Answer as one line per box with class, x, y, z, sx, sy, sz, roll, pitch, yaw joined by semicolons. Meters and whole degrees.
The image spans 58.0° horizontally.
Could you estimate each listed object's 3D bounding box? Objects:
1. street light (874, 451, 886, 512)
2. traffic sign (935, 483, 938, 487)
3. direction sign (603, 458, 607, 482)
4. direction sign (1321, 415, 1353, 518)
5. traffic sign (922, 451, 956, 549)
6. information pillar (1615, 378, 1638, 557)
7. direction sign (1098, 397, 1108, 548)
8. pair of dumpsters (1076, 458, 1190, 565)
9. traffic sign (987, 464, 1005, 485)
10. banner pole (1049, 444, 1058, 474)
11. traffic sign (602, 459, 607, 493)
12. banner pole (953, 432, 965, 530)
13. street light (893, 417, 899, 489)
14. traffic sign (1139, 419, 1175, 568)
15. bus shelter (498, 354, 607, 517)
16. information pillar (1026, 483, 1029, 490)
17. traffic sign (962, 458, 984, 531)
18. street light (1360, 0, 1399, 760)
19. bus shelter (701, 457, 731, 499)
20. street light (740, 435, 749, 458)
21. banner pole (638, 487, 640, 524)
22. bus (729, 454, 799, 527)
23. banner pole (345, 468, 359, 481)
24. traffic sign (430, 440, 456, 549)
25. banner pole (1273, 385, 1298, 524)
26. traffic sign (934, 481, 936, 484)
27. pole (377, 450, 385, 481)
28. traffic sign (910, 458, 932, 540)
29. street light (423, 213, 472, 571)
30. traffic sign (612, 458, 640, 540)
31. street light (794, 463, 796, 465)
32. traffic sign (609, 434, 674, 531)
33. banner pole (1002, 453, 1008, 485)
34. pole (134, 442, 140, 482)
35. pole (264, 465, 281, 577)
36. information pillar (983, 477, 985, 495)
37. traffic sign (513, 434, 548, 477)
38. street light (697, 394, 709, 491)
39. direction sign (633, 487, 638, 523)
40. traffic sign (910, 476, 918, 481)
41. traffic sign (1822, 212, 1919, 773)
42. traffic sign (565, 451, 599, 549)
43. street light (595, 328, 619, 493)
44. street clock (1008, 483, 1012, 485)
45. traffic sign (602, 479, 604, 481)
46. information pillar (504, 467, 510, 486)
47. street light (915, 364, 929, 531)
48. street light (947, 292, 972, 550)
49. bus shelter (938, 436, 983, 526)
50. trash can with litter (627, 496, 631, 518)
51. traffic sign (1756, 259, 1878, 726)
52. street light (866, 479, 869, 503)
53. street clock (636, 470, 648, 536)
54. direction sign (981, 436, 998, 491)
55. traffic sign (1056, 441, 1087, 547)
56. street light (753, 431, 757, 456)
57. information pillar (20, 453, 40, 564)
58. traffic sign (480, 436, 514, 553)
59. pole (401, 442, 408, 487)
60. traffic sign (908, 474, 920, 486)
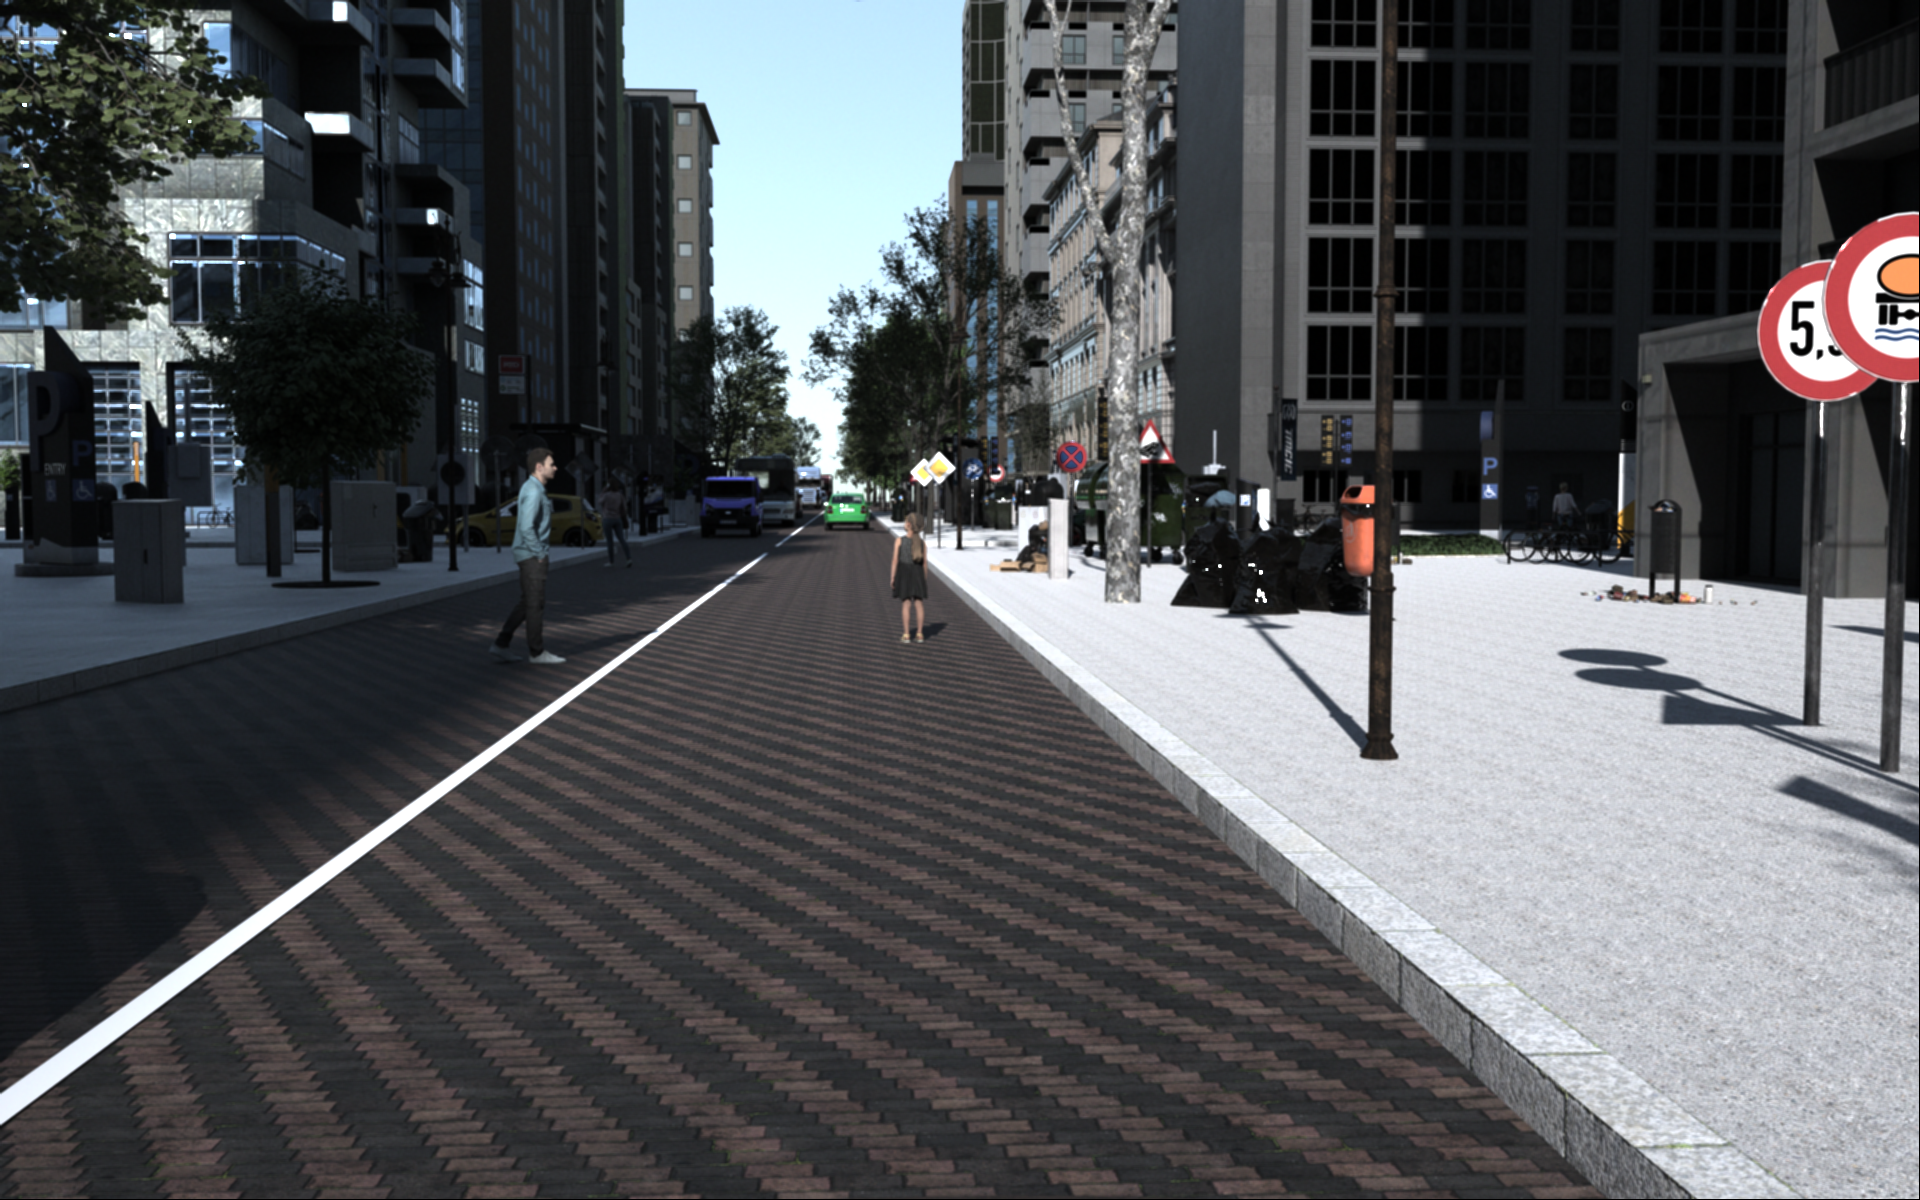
street light;-6.253;-9.969;135.780;0.468;5.910;1.993;0;4;-4
traffic sign;-1.659;-6.529;108.878;0.606;2.300;0.079;0;4;0
direction sign;-22.239;-7.194;109.626;0.379;3.537;0.876;3;5;41
direction sign;10.760;-3.519;49.539;0.876;3.537;0.379;0;4;4
traffic sign;-0.492;-2.268;40.724;0.795;2.450;0.064;0;4;-4
information pillar;13.571;-2.671;35.022;0.504;3.616;0.183;2;4;26
direction sign;3.544;-2.979;40.705;0.876;3.537;0.379;-3;5;-42
pair of dumpsters;3.281;-1.878;33.204;1.574;2.255;4.437;0;4;-4
traffic sign;1.493;-4.434;72.599;0.768;2.556;0.104;0;4;4
banner pole;4.701;-5.942;87.167;0.401;3.779;0.863;3;5;43
traffic sign;-12.808;-3.844;62.947;0.768;2.556;0.104;0;4;6
banner pole;-0.098;-4.389;61.778;0.401;3.779;0.863;-1;4;-22
street light;-3.400;-7.277;91.766;0.468;5.910;1.993;0;4;-4
traffic sign;3.293;-1.841;30.104;0.884;2.594;0.081;0;4;-3
bus shelter;-12.362;-4.589;52.658;2.179;5.291;8.768;0;4;-4
information pillar;4.501;-6.954;118.195;0.304;2.012;0.304;2;4;25
traffic sign;0.441;-3.702;60.635;0.768;2.556;0.104;0;4;-3
street light;2.042;-2.169;8.256;0.468;5.910;1.993;0;4;-4
bus shelter;-15.966;-7.446;113.031;1.731;3.624;6.357;0;4;-4
street light;-13.875;-8.483;111.477;0.468;5.910;1.993;0;4;-4
banner pole;-13.452;-5.115;73.646;0.863;3.779;0.401;-3;4;-38
bus;-8.784;-5.146;78.996;2.948;3.499;13.247;0;4;-5
banner pole;-23.238;-4.654;66.114;0.401;3.779;0.863;2;4;28
traffic sign;-11.964;-2.483;40.595;0.884;2.594;0.081;0;4;-3
banner pole;7.445;-3.051;39.896;0.863;3.779;0.401;-2;4;-29
traffic sign;-1.484;-5.633;92.198;0.768;2.556;0.104;0;4;-2
pole;-16.556;-3.406;49.532;0.158;3.312;0.155;0;3;0
traffic sign;-1.007;-2.755;48.693;0.795;2.450;0.064;0;4;-4
street light;-8.479;-3.426;28.802;0.468;5.910;1.993;0;4;-4
traffic sign;-9.285;-2.724;48.181;0.795;2.450;0.064;0;4;-4
street light;-19.959;-14.404;208.288;0.468;5.910;1.993;0;4;-4
traffic sign;-10.903;-3.995;59.189;2.265;3.308;0.079;0;4;5
banner pole;2.748;-7.123;106.477;0.401;3.779;0.863;2;4;27
pole;-32.223;-4.525;67.829;0.158;3.312;0.155;0;3;0
pole;-10.657;-2.016;26.805;0.158;3.312;0.155;0;3;0
information pillar;0.937;-4.302;74.825;0.304;2.012;0.304;0;4;4
traffic sign;-9.155;-2.254;36.952;0.768;2.556;0.104;0;4;2
street light;-11.810;-6.553;79.928;0.468;5.910;1.993;0;4;-4
direction sign;-14.564;-5.228;77.481;0.379;3.537;0.876;3;5;43
traffic sign;-1.621;-4.361;71.312;0.884;2.594;0.081;0;4;1
traffic sign;4.299;-0.479;7.932;0.768;2.556;0.104;0;4;4
traffic sign;-8.770;-2.237;40.212;0.795;2.450;0.064;0;4;-4
street light;-9.835;-4.625;48.406;0.468;5.910;1.993;0;4;-4
street clock;3.108;-6.426;109.642;0.358;2.002;0.471;-1;4;-23
traffic sign;-14.161;-4.168;68.246;0.768;2.556;0.104;0;4;3
information pillar;-22.511;-5.799;86.176;0.183;3.616;0.504;1;4;12
street light;-1.333;-5.338;60.057;0.468;5.910;1.993;0;4;-4
street light;-0.012;-4.097;39.773;0.468;5.910;1.993;0;4;-4
bus shelter;-0.015;-4.993;72.922;1.731;3.624;6.357;0;4;-4
trash can with litter;-17.229;-4.947;92.273;1.055;1.170;0.624;2;4;30
traffic sign;4.719;-0.576;9.524;0.768;2.556;0.104;0;4;0
street light;-10.302;-13.847;199.186;0.468;5.910;1.993;0;4;-4
street clock;-9.742;-2.974;53.189;0.358;2.002;0.471;1;4;9
direction sign;1.149;-4.647;67.981;0.876;3.537;0.379;-3;5;-40
traffic sign;2.692;-2.553;41.854;0.768;2.556;0.104;0;4;6
street light;-14.709;-9.292;124.719;0.468;5.910;1.993;0;4;-4
information pillar;-16.649;-1.631;31.157;0.304;2.012;0.304;0;4;3
traffic sign;-10.074;-2.303;37.760;0.768;2.556;0.104;0;3;0
pole;-15.154;-3.266;47.249;0.158;3.312;0.155;0;3;0
traffic sign;-2.767;-6.411;104.926;0.768;2.556;0.104;0;4;-1
